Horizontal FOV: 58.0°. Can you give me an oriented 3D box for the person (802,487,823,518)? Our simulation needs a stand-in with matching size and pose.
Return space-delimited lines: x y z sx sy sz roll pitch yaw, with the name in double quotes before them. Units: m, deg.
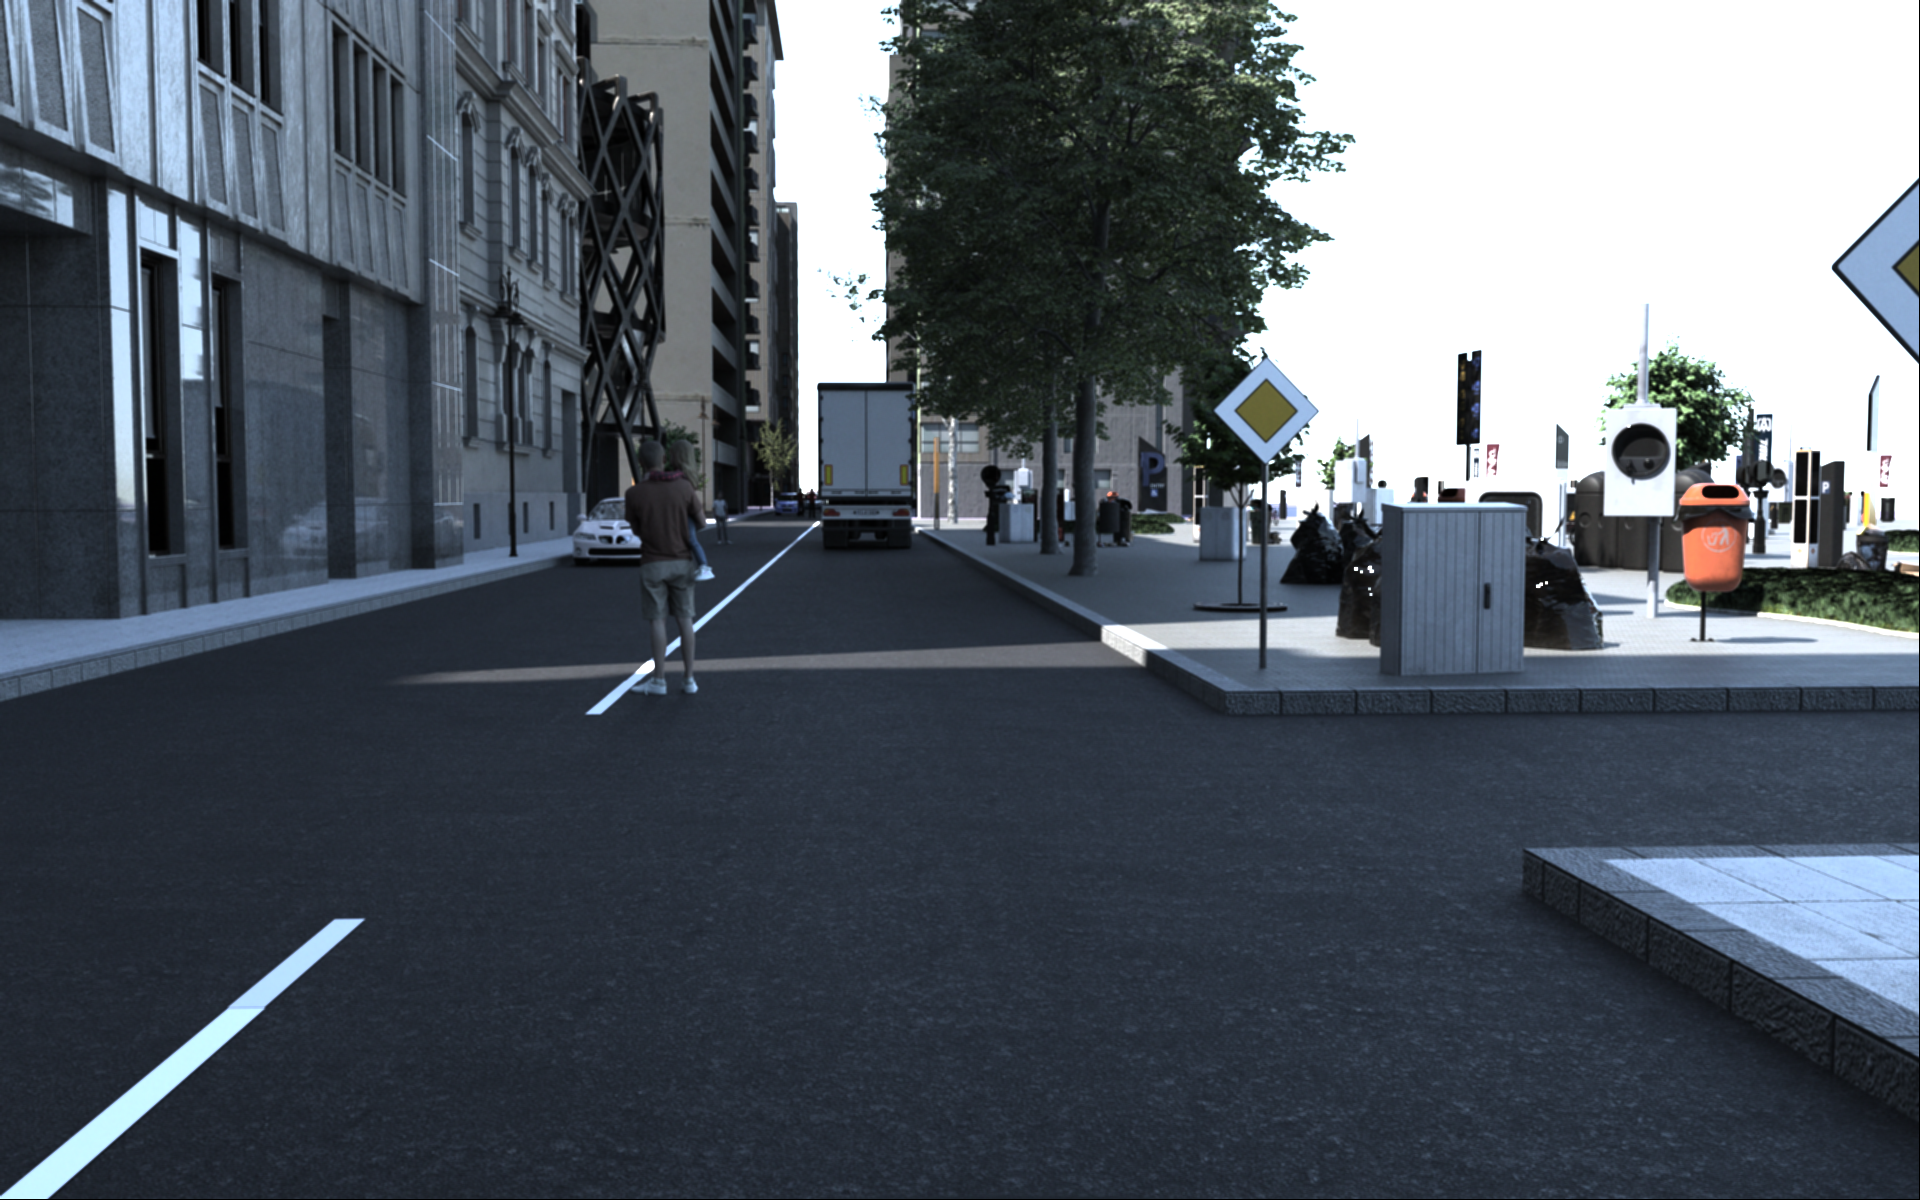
"person" -8.869 -5.842 103.947 1.348 1.831 0.705 -1 4 -19

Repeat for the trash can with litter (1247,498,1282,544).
"trash can with litter" 7.781 -2.017 44.357 0.624 1.170 1.055 3 5 39

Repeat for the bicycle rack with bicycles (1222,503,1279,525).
"bicycle rack with bicycles" 11.808 -3.558 71.562 2.852 0.926 2.925 0 4 1

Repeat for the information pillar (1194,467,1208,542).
"information pillar" 6.402 -2.540 46.014 0.304 2.012 0.304 2 4 28

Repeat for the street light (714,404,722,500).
"street light" -12.460 -7.089 88.688 0.468 5.910 1.993 0 4 -4

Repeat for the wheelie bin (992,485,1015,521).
"wheelie bin" 1.455 -3.220 60.554 0.980 1.594 0.693 1 4 18

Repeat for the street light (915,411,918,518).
"street light" -2.354 -7.435 94.355 0.468 5.910 1.993 0 4 -4

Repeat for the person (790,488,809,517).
"person" -10.096 -6.201 109.820 1.348 1.831 0.705 0 4 3

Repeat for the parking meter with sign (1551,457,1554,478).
"parking meter with sign" 27.005 -5.218 81.574 1.738 3.016 0.543 1 4 17

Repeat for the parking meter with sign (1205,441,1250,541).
"parking meter with sign" 7.554 -3.118 47.238 1.738 3.016 0.543 1 4 15

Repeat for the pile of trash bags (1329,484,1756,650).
"pile of trash bags" 5.056 -0.323 15.038 3.447 1.369 1.912 0 4 8

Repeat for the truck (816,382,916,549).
"truck" -2.576 -3.664 48.816 2.839 4.237 11.283 0 4 -2

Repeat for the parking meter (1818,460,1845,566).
"parking meter" 15.192 -1.499 30.217 0.255 1.863 0.399 -1 4 -11

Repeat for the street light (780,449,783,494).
"street light" -17.720 -12.165 171.693 0.468 5.910 1.993 0 4 -4

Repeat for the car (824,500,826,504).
"car" -15.031 -10.466 183.127 2.014 1.417 4.499 0 4 -4

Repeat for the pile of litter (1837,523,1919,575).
"pile of litter" 13.365 -0.669 24.902 1.719 0.858 1.176 -1 4 -12

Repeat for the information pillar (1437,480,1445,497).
"information pillar" 24.905 -5.212 89.701 0.304 2.012 0.304 -3 5 -44

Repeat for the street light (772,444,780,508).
"street light" -16.824 -11.266 156.978 0.468 5.910 1.993 0 4 -4

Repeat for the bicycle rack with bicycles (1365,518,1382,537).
"bicycle rack with bicycles" 10.371 -1.536 38.499 2.852 0.926 2.925 -3 5 -42

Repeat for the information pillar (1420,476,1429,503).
"information pillar" 18.796 -4.011 70.068 0.304 2.012 0.304 0 4 2

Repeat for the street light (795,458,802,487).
"street light" -20.529 -14.992 217.901 0.468 5.910 1.993 0 4 -4

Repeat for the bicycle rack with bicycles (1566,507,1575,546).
"bicycle rack with bicycles" 16.008 -2.033 46.626 2.852 0.926 2.925 0 4 6

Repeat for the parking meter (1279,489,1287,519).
"parking meter" 16.530 -4.905 88.608 0.372 1.533 0.369 0 3 0

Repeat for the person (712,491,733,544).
"person" -6.824 -2.360 49.687 0.523 1.515 0.503 3 4 38

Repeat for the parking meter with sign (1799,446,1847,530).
"parking meter with sign" 31.140 -4.047 62.426 0.543 3.016 1.738 -2 4 -24

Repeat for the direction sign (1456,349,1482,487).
"direction sign" 8.079 -2.175 27.560 0.379 3.537 0.876 0 4 -8

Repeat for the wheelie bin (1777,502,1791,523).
"wheelie bin" 36.359 -4.179 76.240 0.980 1.594 0.693 1 4 20

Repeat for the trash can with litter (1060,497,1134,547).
"trash can with litter" 3.276 -1.927 42.561 2.233 1.210 1.678 0 4 -4

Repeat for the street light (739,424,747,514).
"street light" -14.002 -8.481 111.457 0.468 5.910 1.993 0 4 -4

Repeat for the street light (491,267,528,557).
"street light" -9.162 -3.827 35.356 0.468 5.910 1.993 0 4 -4

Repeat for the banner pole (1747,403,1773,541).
"banner pole" 21.811 -3.510 47.401 0.401 3.779 0.863 -3 5 -43

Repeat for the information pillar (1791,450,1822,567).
"information pillar" 14.096 -1.490 28.853 0.304 2.012 0.304 -2 4 -31

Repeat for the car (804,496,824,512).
"car" -11.701 -7.672 137.437 2.014 1.417 4.499 0 4 -6

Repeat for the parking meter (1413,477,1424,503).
"parking meter" 15.296 -3.186 57.795 0.255 1.863 0.399 0 4 -1

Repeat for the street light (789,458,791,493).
"street light" -19.210 -13.592 195.017 0.468 5.910 1.993 0 4 -4

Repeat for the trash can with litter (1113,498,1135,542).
"trash can with litter" 4.289 -2.115 45.975 0.624 1.170 1.055 1 4 15

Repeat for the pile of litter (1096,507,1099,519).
"pile of litter" 5.863 -3.450 70.367 1.719 0.858 1.176 0 4 8

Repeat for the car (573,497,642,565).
"car" -6.917 -1.472 36.421 2.083 1.381 4.827 0 4 -3

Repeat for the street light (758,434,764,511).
"street light" -15.465 -9.884 134.389 0.468 5.910 1.993 0 4 -4

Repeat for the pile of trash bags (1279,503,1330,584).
"pile of trash bags" 6.004 -0.875 24.058 1.912 1.369 3.447 -2 4 -24

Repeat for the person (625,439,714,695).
"person" -2.080 -0.248 12.523 0.573 1.828 0.580 2 4 26

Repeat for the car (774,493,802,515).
"car" -11.661 -6.629 117.970 1.945 1.707 3.694 0 4 -2

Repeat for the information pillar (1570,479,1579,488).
"information pillar" 30.588 -5.005 86.322 0.304 2.012 0.304 -1 4 -15

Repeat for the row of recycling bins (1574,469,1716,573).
"row of recycling bins" 11.660 -1.377 29.632 1.069 1.692 3.534 -1 4 -10

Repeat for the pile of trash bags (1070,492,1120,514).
"pile of trash bags" 6.108 -4.525 83.738 3.447 1.369 1.912 -1 4 -21

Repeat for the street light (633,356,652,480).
"street light" -10.629 -5.220 58.131 0.468 5.910 1.993 0 4 -4

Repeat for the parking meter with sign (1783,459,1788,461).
"parking meter with sign" 41.516 -5.457 85.478 0.543 3.016 1.738 -2 4 -26

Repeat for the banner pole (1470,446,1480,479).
"banner pole" 24.505 -5.663 82.613 0.401 3.779 0.863 -2 4 -24

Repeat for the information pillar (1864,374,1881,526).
"information pillar" 17.777 -2.594 33.760 0.183 3.616 0.504 3 5 44

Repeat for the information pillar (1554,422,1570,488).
"information pillar" 19.712 -4.002 56.780 0.504 3.616 0.183 -1 4 -11

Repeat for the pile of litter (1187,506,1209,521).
"pile of litter" 11.719 -4.230 83.125 1.719 0.858 1.176 1 4 23

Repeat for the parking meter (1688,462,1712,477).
"parking meter" 13.446 -1.580 31.543 0.399 1.863 0.255 -2 4 -25

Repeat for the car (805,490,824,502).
"car" -14.636 -10.067 173.272 2.281 1.827 5.304 0 4 -5

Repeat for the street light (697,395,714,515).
"street light" -11.947 -6.602 80.723 0.468 5.910 1.993 0 4 -4
